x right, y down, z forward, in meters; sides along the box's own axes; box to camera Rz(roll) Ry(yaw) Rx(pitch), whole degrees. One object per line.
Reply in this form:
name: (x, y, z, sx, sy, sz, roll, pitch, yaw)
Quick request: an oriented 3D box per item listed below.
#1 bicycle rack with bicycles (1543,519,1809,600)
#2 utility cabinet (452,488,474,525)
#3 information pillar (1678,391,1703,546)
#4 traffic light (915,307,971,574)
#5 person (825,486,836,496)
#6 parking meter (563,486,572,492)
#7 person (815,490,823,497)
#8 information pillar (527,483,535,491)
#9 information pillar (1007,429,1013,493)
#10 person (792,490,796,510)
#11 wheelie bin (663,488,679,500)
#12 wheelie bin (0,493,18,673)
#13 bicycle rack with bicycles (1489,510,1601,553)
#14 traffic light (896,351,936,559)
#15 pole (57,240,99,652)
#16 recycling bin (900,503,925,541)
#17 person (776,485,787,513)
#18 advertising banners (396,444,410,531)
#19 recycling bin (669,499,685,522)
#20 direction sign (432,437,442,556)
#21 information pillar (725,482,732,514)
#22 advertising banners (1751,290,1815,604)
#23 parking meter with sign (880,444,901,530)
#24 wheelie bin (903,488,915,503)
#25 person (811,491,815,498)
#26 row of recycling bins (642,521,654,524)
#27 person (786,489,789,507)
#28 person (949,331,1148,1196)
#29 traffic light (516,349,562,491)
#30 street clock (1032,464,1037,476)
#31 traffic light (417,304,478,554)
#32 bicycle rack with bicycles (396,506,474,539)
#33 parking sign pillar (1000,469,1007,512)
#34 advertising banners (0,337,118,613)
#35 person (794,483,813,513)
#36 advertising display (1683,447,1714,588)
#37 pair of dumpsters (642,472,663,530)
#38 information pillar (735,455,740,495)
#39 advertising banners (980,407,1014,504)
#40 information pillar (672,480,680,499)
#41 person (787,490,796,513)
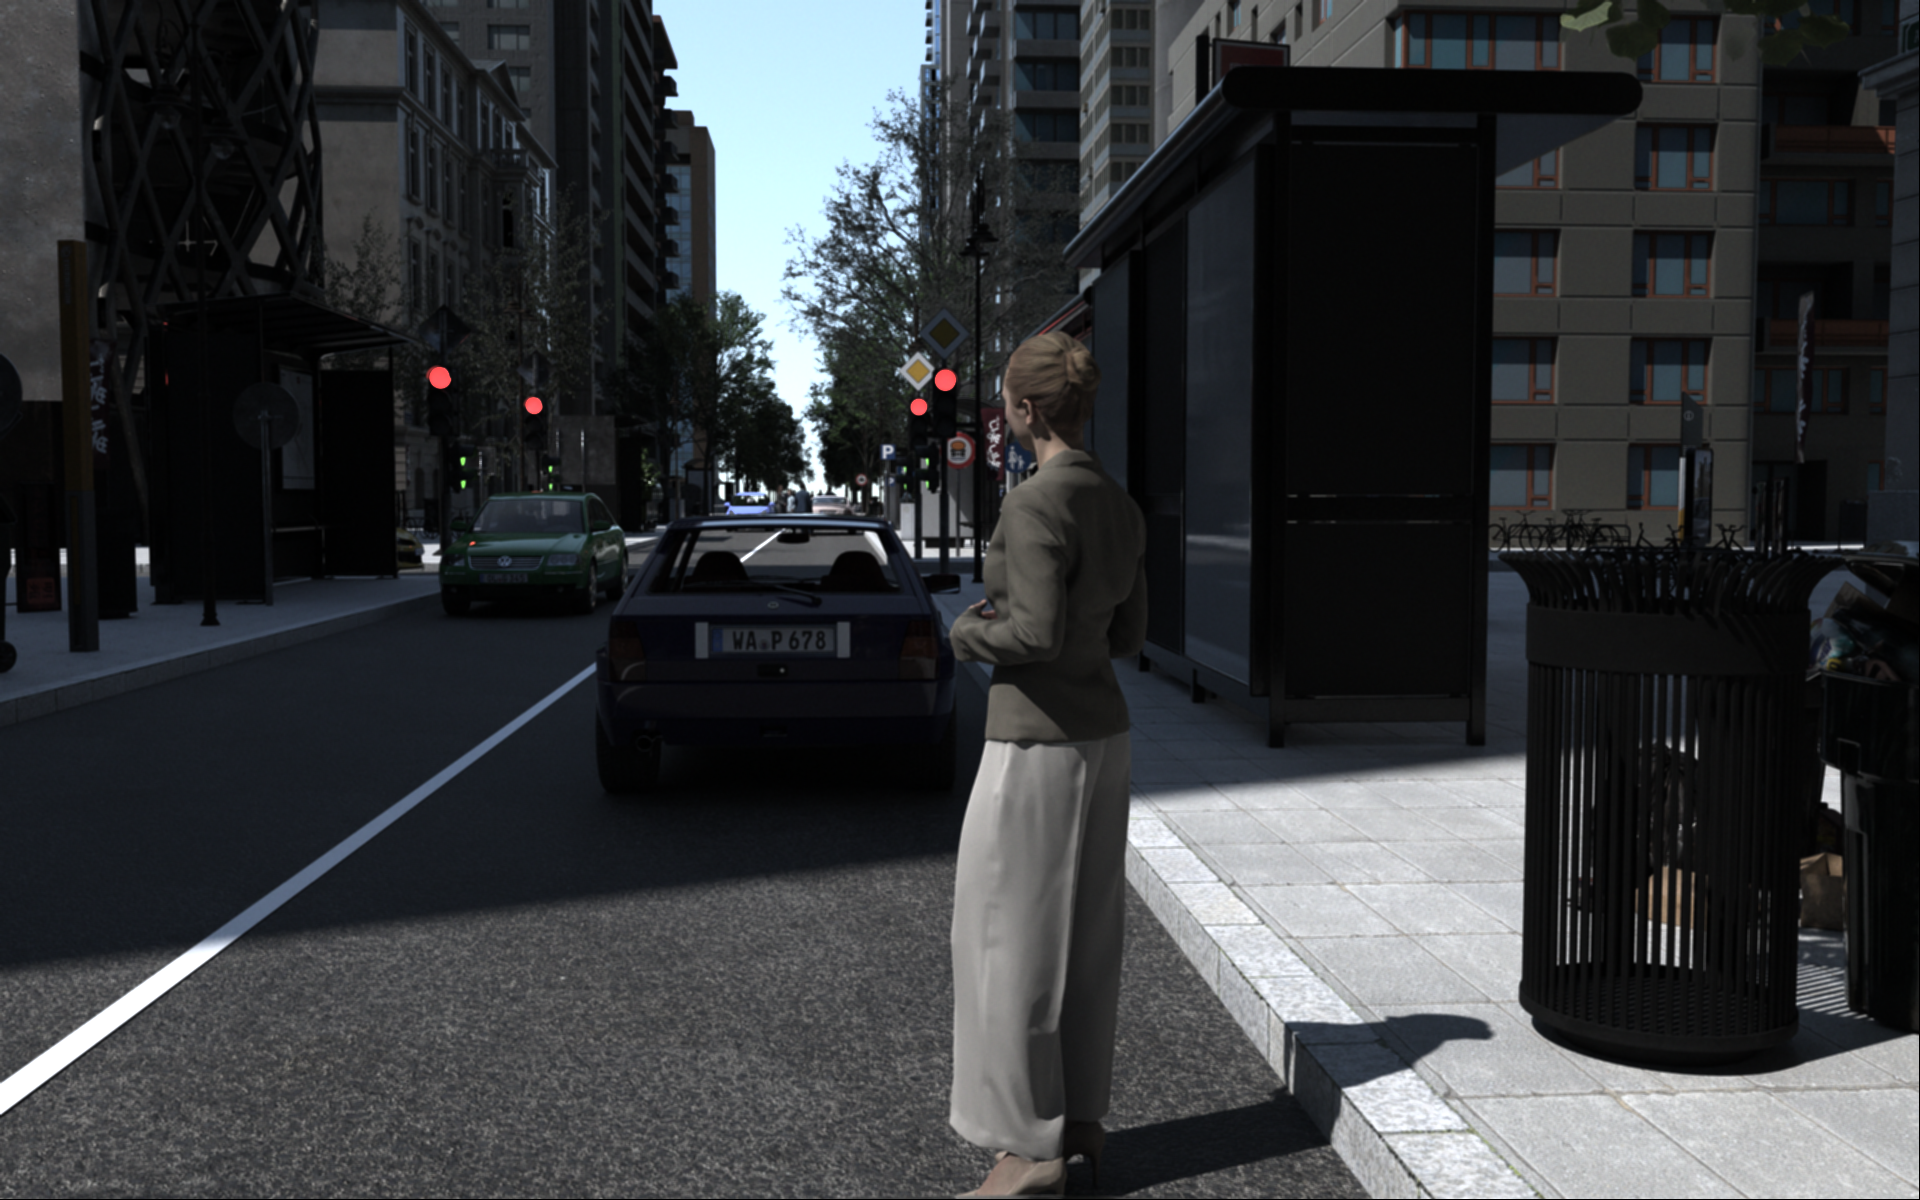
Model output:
bicycle rack with bicycles: (8.836, -0.469, 21.053, 2.925, 0.926, 2.852, 1, 4, 12)
utility cabinet: (-17.304, -3.147, 60.137, 0.318, 1.500, 1.173, -3, 5, -44)
information pillar: (16.624, -2.941, 39.435, 0.504, 3.616, 0.183, 0, 4, -2)
traffic light: (-0.257, -2.279, 26.187, 0.839, 4.253, 0.868, 0, 4, -4)
person: (-6.745, -4.939, 89.244, 0.794, 1.824, 0.713, 1, 4, 13)
parking meter: (-12.229, -2.803, 54.232, 0.372, 1.533, 0.369, 0, 3, 0)
person: (-12.084, -8.648, 149.914, 1.348, 1.822, 0.705, -1, 4, -17)
information pillar: (-18.460, -4.298, 74.760, 0.304, 2.012, 0.304, 1, 4, 12)
information pillar: (1.739, -4.201, 60.041, 0.183, 3.616, 0.504, 1, 4, 21)
person: (-15.363, -9.294, 160.460, 1.348, 1.823, 0.705, -3, 5, -40)
wheelie bin: (-14.530, -4.818, 86.678, 0.980, 1.594, 0.693, 0, 4, 1)
wheelie bin: (-7.194, -0.270, 12.321, 0.980, 1.594, 0.693, 2, 4, 25)
bicycle rack with bicycles: (13.249, -1.483, 37.628, 2.852, 0.926, 2.925, -2, 4, -25)
traffic light: (-0.843, -2.766, 34.150, 0.839, 4.253, 0.868, 0, 4, -4)
pole: (-7.151, -1.236, 14.045, 0.158, 3.312, 0.155, 0, 3, 0)
recycling bin: (-1.204, -2.148, 47.674, 0.722, 1.027, 0.722, 1, 4, 14)
person: (-7.007, -3.683, 68.996, 0.573, 1.790, 0.520, 2, 4, 28)
advertising banners: (-19.170, -3.883, 59.677, 0.090, 3.025, 2.074, 0, 4, -4)
recycling bin: (-14.534, -4.675, 88.995, 0.722, 1.027, 0.722, -1, 4, -9)
direction sign: (-10.842, -2.699, 36.125, 0.379, 3.537, 0.876, -1, 4, -14)
information pillar: (-13.867, -6.066, 103.672, 0.304, 2.012, 0.304, -3, 5, -39)
advertising banners: (7.566, -1.209, 15.961, 0.090, 3.025, 2.074, 1, 4, 14)
parking meter with sign: (-2.369, -3.979, 61.314, 0.543, 3.016, 1.738, 1, 4, 10)
wheelie bin: (-1.718, -3.514, 65.356, 0.980, 1.594, 0.693, -2, 4, -33)
person: (-18.145, -12.527, 213.255, 0.705, 1.831, 1.348, -2, 4, -28)
row of recycling bins: (-13.935, -4.211, 75.960, 1.069, 1.692, 3.534, 0, 4, -3)
person: (-14.479, -8.472, 146.892, 0.599, 1.838, 0.709, -2, 4, -24)
person: (0.161, 0.334, 3.582, 0.362, 1.759, 0.519, 2, 4, 33)
traffic light: (-8.183, -2.732, 33.596, 0.839, 4.253, 0.868, 0, 4, -4)
street clock: (1.964, -2.291, 42.027, 0.358, 2.002, 0.471, -2, 4, -32)
traffic light: (-7.597, -2.245, 25.633, 0.839, 4.253, 0.868, 0, 4, -4)
bicycle rack with bicycles: (-14.901, -2.242, 50.045, 2.852, 0.926, 2.925, -3, 5, -43)
parking sign pillar: (2.294, -6.146, 88.958, 1.447, 3.967, 1.447, 3, 5, 41)
advertising banners: (-10.050, -1.381, 18.763, 0.090, 3.025, 2.074, 2, 4, 31)
person: (-5.232, -3.034, 58.286, 0.721, 1.800, 0.419, 0, 4, 6)
advertising display: (10.234, -1.150, 24.014, 0.123, 1.923, 0.974, 3, 4, 37)
pair of dumpsters: (-11.638, -3.655, 62.257, 1.574, 2.255, 4.437, 0, 4, -4)
information pillar: (-13.232, -6.825, 102.951, 0.183, 3.616, 0.504, -2, 4, -32)
advertising banners: (1.376, -2.350, 34.615, 2.074, 3.025, 0.090, 1, 4, 22)
information pillar: (-15.022, -5.327, 91.580, 0.304, 2.012, 0.304, 1, 4, 21)
person: (-6.409, -3.384, 65.637, 0.330, 1.601, 0.589, -2, 4, -27)
